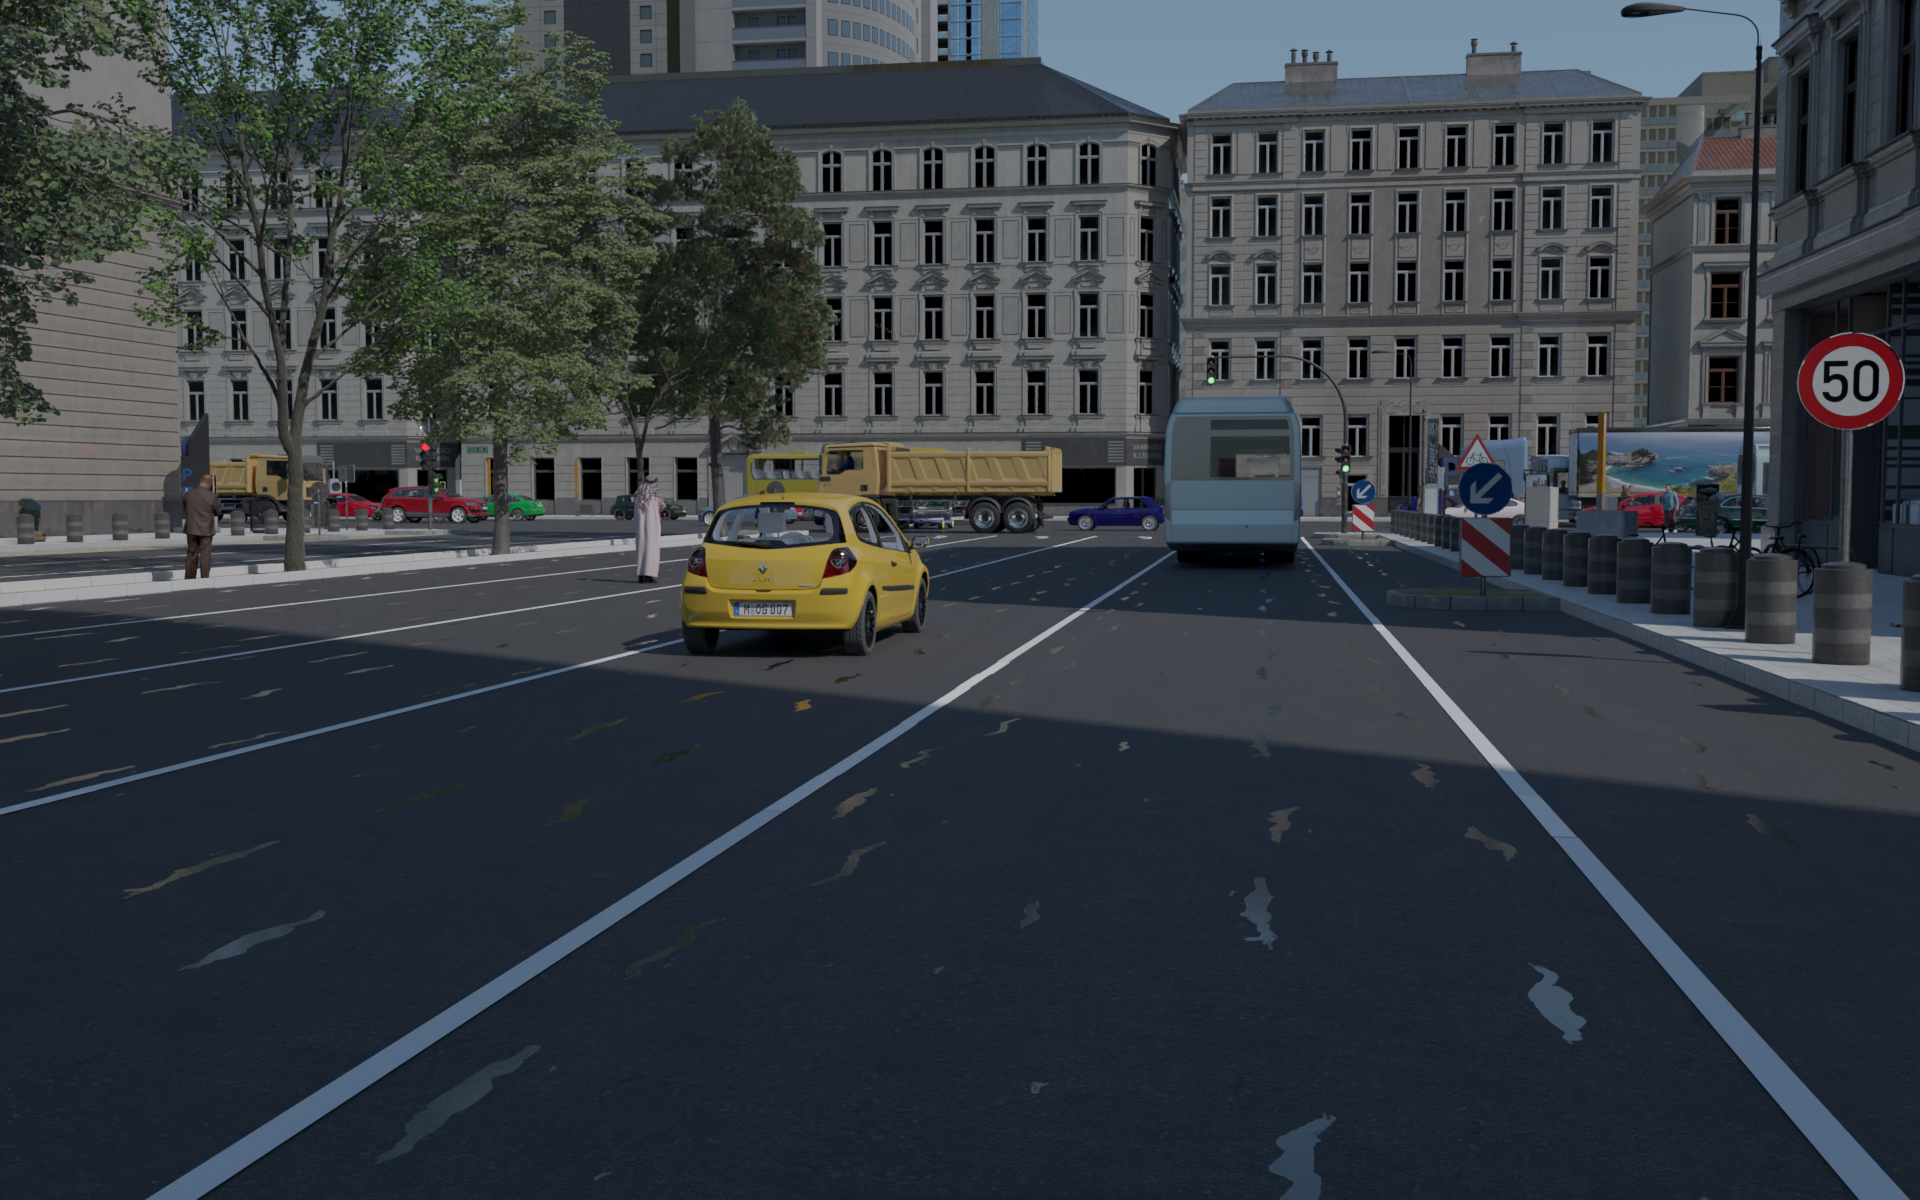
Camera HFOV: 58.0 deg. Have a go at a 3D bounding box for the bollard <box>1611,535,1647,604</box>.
[{"bbox_3d":[7.963,-0.349,20.427,0.404,0.777,0.398,0,3,0],"label":"bollard"}]

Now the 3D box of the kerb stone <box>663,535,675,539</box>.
[{"bbox_3d":[-8.971,-1.866,52.699,0.120,0.150,1.000,1,4,10],"label":"kerb stone"}]

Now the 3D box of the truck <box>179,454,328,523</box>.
[{"bbox_3d":[-35.366,-5.463,85.244,9.791,3.379,3.469,1,4,11],"label":"truck"}]

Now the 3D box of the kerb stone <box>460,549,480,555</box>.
[{"bbox_3d":[-11.295,-1.057,39.497,0.120,0.150,1.000,1,4,10],"label":"kerb stone"}]

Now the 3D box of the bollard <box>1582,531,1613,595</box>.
[{"bbox_3d":[8.284,-0.461,22.253,0.404,0.777,0.398,0,3,0],"label":"bollard"}]

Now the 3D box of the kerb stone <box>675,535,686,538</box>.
[{"bbox_3d":[-8.784,-1.926,53.710,0.120,0.150,1.000,1,4,10],"label":"kerb stone"}]

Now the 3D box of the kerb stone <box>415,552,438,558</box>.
[{"bbox_3d":[-11.641,-0.934,37.470,0.120,0.150,1.000,1,4,10],"label":"kerb stone"}]

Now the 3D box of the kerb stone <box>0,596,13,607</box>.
[{"bbox_3d":[-12.247,0.021,21.881,0.120,0.150,1.000,1,4,10],"label":"kerb stone"}]

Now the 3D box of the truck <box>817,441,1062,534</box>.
[{"bbox_3d":[-1.213,-4.193,64.480,9.791,3.379,3.469,1,4,11],"label":"truck"}]

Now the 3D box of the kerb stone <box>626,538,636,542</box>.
[{"bbox_3d":[-9.501,-1.678,49.647,0.120,0.150,1.000,1,4,10],"label":"kerb stone"}]

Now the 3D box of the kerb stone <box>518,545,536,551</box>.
[{"bbox_3d":[-10.750,-1.244,42.541,0.120,0.150,1.000,1,4,10],"label":"kerb stone"}]

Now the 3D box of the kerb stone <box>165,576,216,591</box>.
[{"bbox_3d":[-11.543,-0.227,25.939,0.120,0.150,1.000,1,4,10],"label":"kerb stone"}]

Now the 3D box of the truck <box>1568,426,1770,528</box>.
[{"bbox_3d":[31.745,-5.151,73.133,11.283,4.237,2.839,1,4,11],"label":"truck"}]

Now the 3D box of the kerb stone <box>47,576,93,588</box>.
[{"bbox_3d":[-13.598,-0.252,26.316,0.120,0.150,1.000,1,4,10],"label":"kerb stone"}]

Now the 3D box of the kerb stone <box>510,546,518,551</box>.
[{"bbox_3d":[-10.930,-1.174,41.520,0.120,0.150,1.000,1,4,10],"label":"kerb stone"}]

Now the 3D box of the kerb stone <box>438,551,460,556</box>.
[{"bbox_3d":[-11.462,-0.996,38.483,0.120,0.150,1.000,1,4,10],"label":"kerb stone"}]

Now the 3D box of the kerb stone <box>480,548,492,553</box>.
[{"bbox_3d":[-11.103,-1.120,40.507,0.120,0.150,1.000,1,4,10],"label":"kerb stone"}]

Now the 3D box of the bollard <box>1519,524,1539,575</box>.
[{"bbox_3d":[9.246,-0.797,27.746,0.404,0.777,0.398,0,3,0],"label":"bollard"}]

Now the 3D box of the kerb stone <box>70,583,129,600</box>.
[{"bbox_3d":[-11.888,-0.105,23.907,0.120,0.150,1.000,1,4,10],"label":"kerb stone"}]

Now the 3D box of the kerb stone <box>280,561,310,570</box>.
[{"bbox_3d":[-12.534,-0.617,32.402,0.120,0.150,1.000,1,4,10],"label":"kerb stone"}]

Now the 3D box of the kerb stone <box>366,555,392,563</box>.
[{"bbox_3d":[-11.991,-0.810,35.445,0.120,0.150,1.000,1,4,10],"label":"kerb stone"}]

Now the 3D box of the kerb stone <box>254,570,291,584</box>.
[{"bbox_3d":[-11.174,-0.345,27.967,0.120,0.150,1.000,1,4,10],"label":"kerb stone"}]

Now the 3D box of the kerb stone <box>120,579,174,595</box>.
[{"bbox_3d":[-11.712,-0.167,24.920,0.120,0.150,1.000,1,4,10],"label":"kerb stone"}]

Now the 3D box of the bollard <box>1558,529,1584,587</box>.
[{"bbox_3d":[8.603,-0.573,24.080,0.404,0.777,0.398,0,3,0],"label":"bollard"}]

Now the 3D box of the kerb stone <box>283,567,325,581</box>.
[{"bbox_3d":[-10.999,-0.411,28.981,0.120,0.150,1.000,1,4,10],"label":"kerb stone"}]

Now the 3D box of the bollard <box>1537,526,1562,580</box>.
[{"bbox_3d":[8.925,-0.685,25.913,0.404,0.777,0.398,0,3,0],"label":"bollard"}]

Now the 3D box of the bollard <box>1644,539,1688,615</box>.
[{"bbox_3d":[7.640,-0.237,18.599,0.404,0.777,0.398,0,3,0],"label":"bollard"}]

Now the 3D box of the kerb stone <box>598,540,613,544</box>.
[{"bbox_3d":[-9.859,-1.555,47.620,0.120,0.150,1.000,1,4,10],"label":"kerb stone"}]

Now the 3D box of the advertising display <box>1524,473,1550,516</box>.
[{"bbox_3d":[18.002,-2.987,54.048,0.123,1.923,0.974,-2,4,-25],"label":"advertising display"}]

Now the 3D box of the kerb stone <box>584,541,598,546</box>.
[{"bbox_3d":[-10.040,-1.489,46.593,0.120,0.150,1.000,1,4,10],"label":"kerb stone"}]

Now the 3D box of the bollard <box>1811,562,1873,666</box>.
[{"bbox_3d":[6.683,0.098,13.120,0.404,0.777,0.398,0,3,0],"label":"bollard"}]

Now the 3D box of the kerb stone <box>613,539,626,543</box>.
[{"bbox_3d":[-9.680,-1.617,48.635,0.120,0.150,1.000,1,4,10],"label":"kerb stone"}]

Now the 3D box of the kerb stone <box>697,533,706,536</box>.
[{"bbox_3d":[-8.436,-2.052,55.745,0.120,0.150,1.000,1,4,10],"label":"kerb stone"}]

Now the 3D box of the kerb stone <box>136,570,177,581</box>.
[{"bbox_3d":[-13.232,-0.375,28.349,0.120,0.150,1.000,1,4,10],"label":"kerb stone"}]

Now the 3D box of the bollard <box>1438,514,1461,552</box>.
[{"bbox_3d":[11.493,-1.580,40.554,0.404,0.777,0.398,0,3,0],"label":"bollard"}]

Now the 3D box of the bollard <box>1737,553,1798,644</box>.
[{"bbox_3d":[7.000,-0.014,14.947,0.404,0.777,0.398,0,3,0],"label":"bollard"}]

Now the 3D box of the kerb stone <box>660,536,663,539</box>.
[{"bbox_3d":[-9.153,-1.802,51.688,0.120,0.150,1.000,1,4,10],"label":"kerb stone"}]

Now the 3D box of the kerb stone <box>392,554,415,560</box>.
[{"bbox_3d":[-11.820,-0.869,36.458,0.120,0.150,1.000,1,4,10],"label":"kerb stone"}]

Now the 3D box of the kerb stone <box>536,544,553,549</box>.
[{"bbox_3d":[-10.568,-1.301,43.556,0.120,0.150,1.000,1,4,10],"label":"kerb stone"}]

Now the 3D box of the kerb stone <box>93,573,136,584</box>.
[{"bbox_3d":[-13.416,-0.315,27.338,0.120,0.150,1.000,1,4,10],"label":"kerb stone"}]

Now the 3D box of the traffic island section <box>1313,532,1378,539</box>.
[{"bbox_3d":[12.565,-2.097,56.574,2.009,0.180,2.903,1,4,10],"label":"traffic island section"}]

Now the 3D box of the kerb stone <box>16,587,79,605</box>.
[{"bbox_3d":[-12.071,-0.039,22.896,0.120,0.150,1.000,1,4,10],"label":"kerb stone"}]

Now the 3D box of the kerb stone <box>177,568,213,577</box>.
[{"bbox_3d":[-13.060,-0.438,29.363,0.120,0.150,1.000,1,4,10],"label":"kerb stone"}]

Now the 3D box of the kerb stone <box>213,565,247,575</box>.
[{"bbox_3d":[-12.887,-0.500,30.377,0.120,0.150,1.000,1,4,10],"label":"kerb stone"}]

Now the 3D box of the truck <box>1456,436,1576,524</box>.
[{"bbox_3d":[32.201,-5.557,80.611,18.799,4.110,2.967,1,4,11],"label":"truck"}]

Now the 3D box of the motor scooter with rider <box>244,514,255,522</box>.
[{"bbox_3d":[-35.801,-4.847,88.210,1.986,1.779,0.876,1,4,8],"label":"motor scooter with rider"}]

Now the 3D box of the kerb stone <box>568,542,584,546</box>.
[{"bbox_3d":[-10.223,-1.430,45.582,0.120,0.150,1.000,1,4,10],"label":"kerb stone"}]

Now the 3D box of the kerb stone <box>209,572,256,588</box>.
[{"bbox_3d":[-11.345,-0.291,26.950,0.120,0.150,1.000,1,4,10],"label":"kerb stone"}]

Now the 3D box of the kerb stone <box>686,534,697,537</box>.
[{"bbox_3d":[-8.609,-1.985,54.730,0.120,0.150,1.000,1,4,10],"label":"kerb stone"}]

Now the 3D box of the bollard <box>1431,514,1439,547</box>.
[{"bbox_3d":[11.812,-1.692,42.389,0.404,0.777,0.398,0,3,0],"label":"bollard"}]

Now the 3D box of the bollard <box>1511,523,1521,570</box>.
[{"bbox_3d":[9.570,-0.909,29.586,0.404,0.777,0.398,0,3,0],"label":"bollard"}]

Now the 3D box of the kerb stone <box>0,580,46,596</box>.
[{"bbox_3d":[-13.772,-0.190,25.301,0.120,0.150,1.000,1,4,10],"label":"kerb stone"}]

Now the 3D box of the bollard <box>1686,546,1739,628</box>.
[{"bbox_3d":[7.322,-0.126,16.772,0.404,0.777,0.398,0,3,0],"label":"bollard"}]

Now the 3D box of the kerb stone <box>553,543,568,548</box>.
[{"bbox_3d":[-10.398,-1.363,44.570,0.120,0.150,1.000,1,4,10],"label":"kerb stone"}]

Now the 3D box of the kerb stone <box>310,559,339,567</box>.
[{"bbox_3d":[-12.351,-0.682,33.413,0.120,0.150,1.000,1,4,10],"label":"kerb stone"}]

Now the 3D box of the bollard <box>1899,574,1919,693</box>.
[{"bbox_3d":[6.360,0.210,11.288,0.404,0.777,0.398,0,3,0],"label":"bollard"}]

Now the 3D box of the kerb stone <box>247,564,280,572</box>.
[{"bbox_3d":[-12.701,-0.562,31.388,0.120,0.150,1.000,1,4,10],"label":"kerb stone"}]

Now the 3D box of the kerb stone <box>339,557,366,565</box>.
[{"bbox_3d":[-12.177,-0.749,34.434,0.120,0.150,1.000,1,4,10],"label":"kerb stone"}]

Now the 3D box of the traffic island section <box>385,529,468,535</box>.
[{"bbox_3d":[-18.995,-2.435,62.094,2.009,0.180,2.903,1,4,10],"label":"traffic island section"}]
